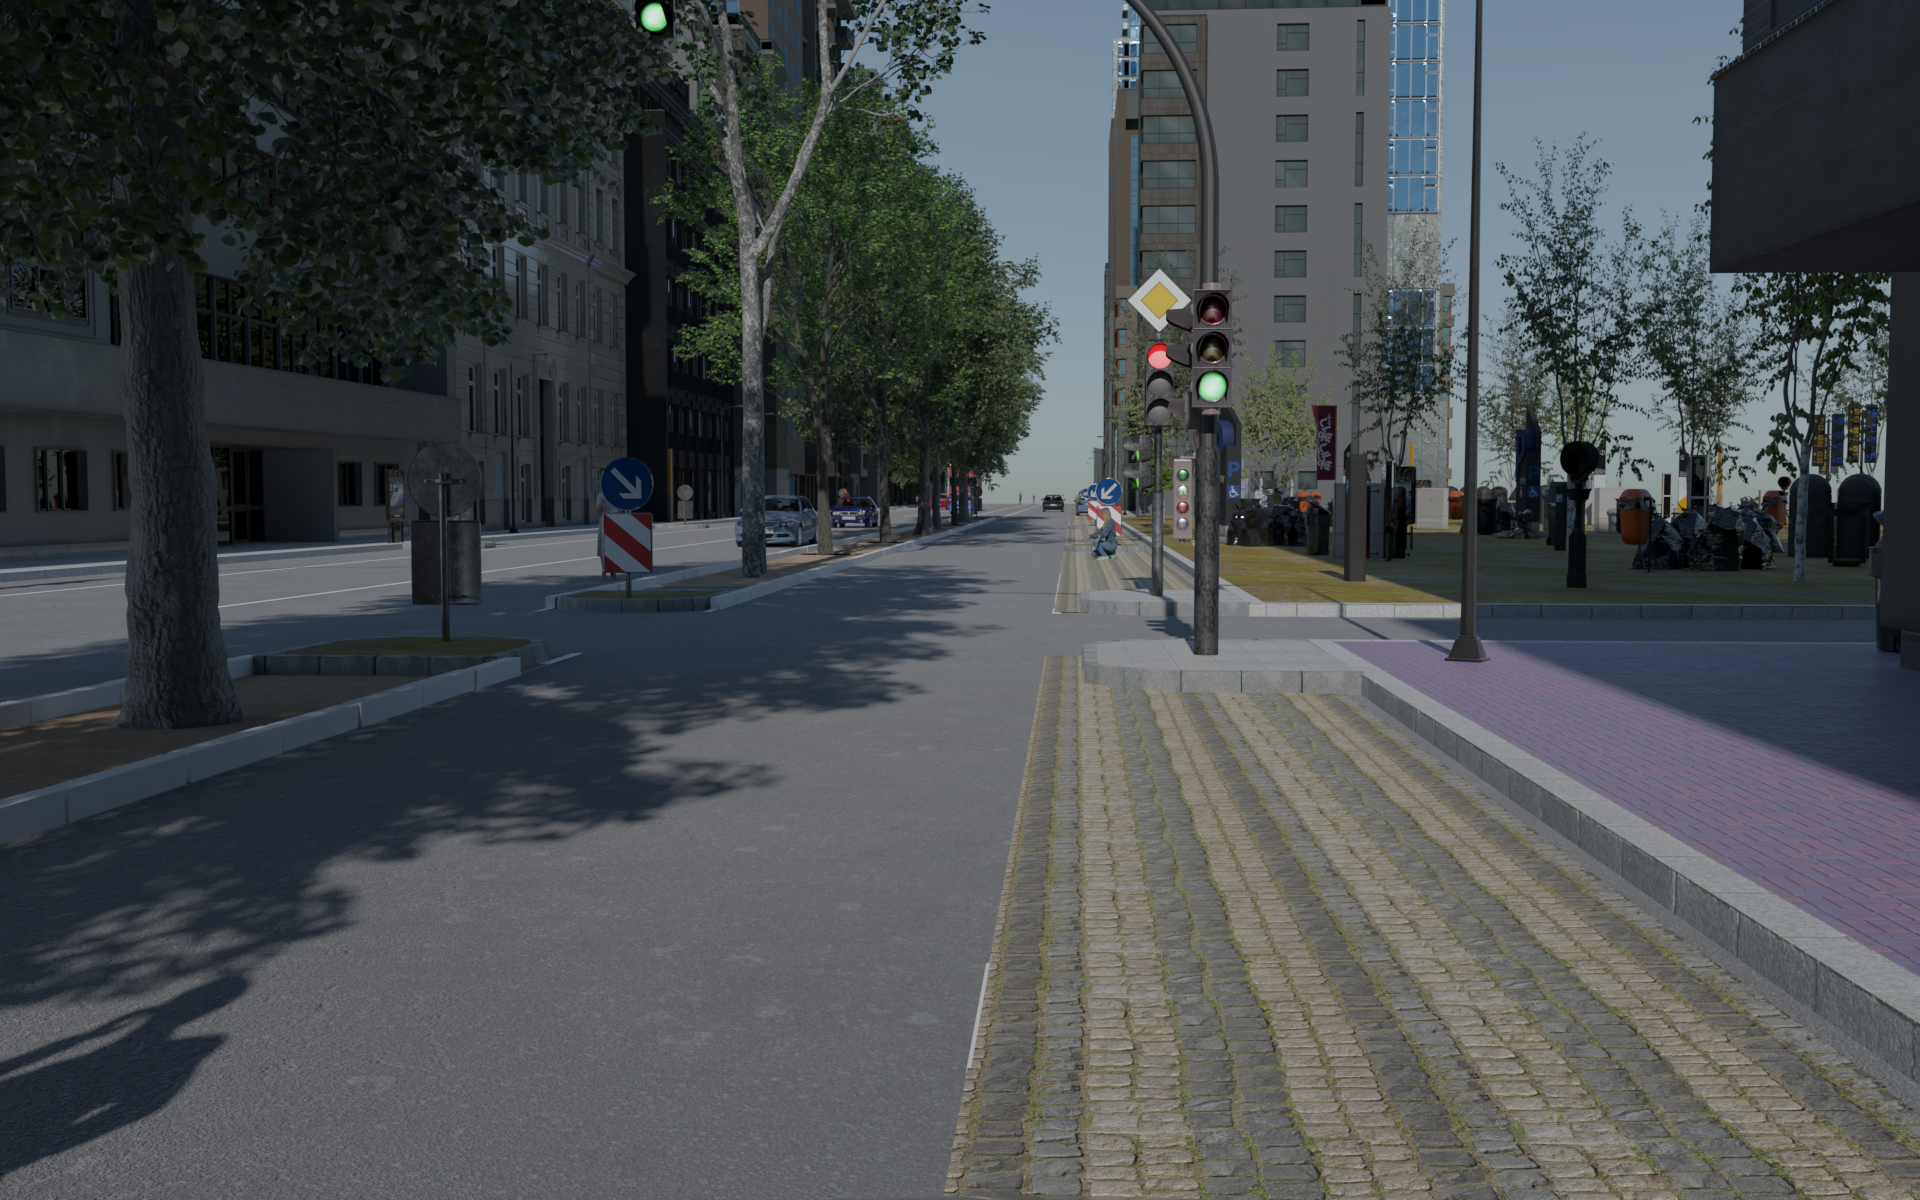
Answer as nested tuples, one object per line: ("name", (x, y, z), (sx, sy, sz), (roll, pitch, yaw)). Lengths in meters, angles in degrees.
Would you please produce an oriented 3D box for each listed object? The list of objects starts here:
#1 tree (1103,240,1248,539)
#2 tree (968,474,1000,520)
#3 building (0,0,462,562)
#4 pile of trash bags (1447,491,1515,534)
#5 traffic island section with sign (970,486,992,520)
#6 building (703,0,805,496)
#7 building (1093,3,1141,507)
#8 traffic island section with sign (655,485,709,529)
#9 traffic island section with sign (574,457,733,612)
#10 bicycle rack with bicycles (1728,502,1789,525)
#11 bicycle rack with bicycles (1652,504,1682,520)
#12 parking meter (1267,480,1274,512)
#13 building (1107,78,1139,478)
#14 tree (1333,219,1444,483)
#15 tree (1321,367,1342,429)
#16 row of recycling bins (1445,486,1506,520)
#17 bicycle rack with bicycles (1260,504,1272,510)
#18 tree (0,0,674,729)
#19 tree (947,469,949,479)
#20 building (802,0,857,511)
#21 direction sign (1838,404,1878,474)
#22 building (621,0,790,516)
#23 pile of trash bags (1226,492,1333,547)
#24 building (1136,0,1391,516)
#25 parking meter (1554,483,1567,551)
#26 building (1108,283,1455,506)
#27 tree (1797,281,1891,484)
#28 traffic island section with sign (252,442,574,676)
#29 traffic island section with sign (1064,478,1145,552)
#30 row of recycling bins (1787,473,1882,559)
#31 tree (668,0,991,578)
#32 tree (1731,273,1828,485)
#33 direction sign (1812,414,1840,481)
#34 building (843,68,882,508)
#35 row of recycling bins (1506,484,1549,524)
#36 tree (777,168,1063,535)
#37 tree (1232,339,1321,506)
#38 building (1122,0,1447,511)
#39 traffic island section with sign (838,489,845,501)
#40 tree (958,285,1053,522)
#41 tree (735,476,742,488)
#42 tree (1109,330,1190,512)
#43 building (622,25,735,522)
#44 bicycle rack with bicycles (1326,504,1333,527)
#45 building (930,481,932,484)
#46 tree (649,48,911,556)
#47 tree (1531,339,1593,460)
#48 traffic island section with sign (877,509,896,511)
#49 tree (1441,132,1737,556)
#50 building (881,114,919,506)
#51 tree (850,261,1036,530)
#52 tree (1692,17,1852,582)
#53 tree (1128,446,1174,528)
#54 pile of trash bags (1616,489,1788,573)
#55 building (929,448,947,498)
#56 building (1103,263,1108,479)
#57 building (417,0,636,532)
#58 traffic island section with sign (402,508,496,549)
("tree", (6.372, -6.056, 49.376), (4.360, 8.622, 3.978), (0, 3, 0))
("tree", (0.647, -8.729, 95.544), (4.360, 8.622, 3.978), (0, 3, 0))
("building", (-22.941, -13.363, 37.544), (14.314, 24.678, 30.058), (0, 4, 4))
("pile of trash bags", (17.245, -2.886, 56.933), (3.447, 1.369, 1.912), (-3, 4, -36))
("traffic island section with sign", (0.898, -5.429, 96.904), (2.006, 1.907, 1.989), (0, 4, 4))
("building", (-18.725, -28.683, 119.086), (14.600, 45.320, 14.200), (0, 4, 4))
("building", (29.858, -56.576, 237.695), (22.319, 86.520, 31.000), (0, 4, 4))
("traffic island section with sign", (-11.608, -3.921, 72.738), (1.989, 1.847, 2.006), (0, 4, 4))
("traffic island section with sign", (-4.046, -0.843, 21.927), (2.006, 1.907, 1.989), (0, 4, 4))
("bicycle rack with bicycles", (34.205, -3.588, 72.052), (2.852, 0.926, 2.925), (-1, 4, -15))
("bicycle rack with bicycles", (25.081, -2.998, 62.398), (2.852, 0.926, 2.925), (-1, 4, -15))
("parking meter", (13.152, -4.139, 73.379), (0.255, 1.863, 0.399), (1, 4, 18))
("building", (23.660, -32.872, 187.560), (14.600, 45.320, 14.200), (0, 4, 4))
("tree", (12.106, -5.938, 47.451), (4.360, 8.622, 3.978), (0, 3, 0))
("tree", (17.251, -8.482, 89.037), (4.737, 8.622, 4.395), (0, 3, 0))
("row of recycling bins", (26.148, -4.942, 87.907), (3.534, 1.692, 1.069), (-1, 4, -12))
("bicycle rack with bicycles", (10.807, -3.055, 63.324), (2.925, 0.926, 2.852), (1, 4, 22))
("tree", (-4.839, -6.187, 10.268), (9.857, 13.997, 8.962), (0, 3, 0))
("tree", (-2.267, -18.805, 257.818), (4.737, 8.622, 4.395), (0, 3, 0))
("building", (-20.248, -29.737, 140.828), (22.147, 44.769, 28.867), (0, 4, 4))
("direction sign", (22.721, -3.160, 43.668), (0.876, 3.537, 0.379), (-1, 4, -16))
("building", (-18.544, -20.408, 105.369), (14.160, 30.474, 14.107), (0, 4, 4))
("pile of trash bags", (8.382, -2.028, 42.906), (3.447, 1.369, 1.912), (0, 4, -1))
("building", (17.707, -20.370, 104.747), (14.160, 30.474, 14.107), (0, 4, 4))
("parking meter", (13.667, -1.885, 39.229), (0.372, 1.533, 0.369), (0, 3, 0))
("building", (27.649, -19.106, 157.415), (27.650, 21.520, 28.899), (0, 4, 4))
("tree", (30.039, -6.536, 57.222), (4.360, 8.622, 3.978), (0, 3, 0))
("traffic island section with sign", (-4.544, -0.391, 14.537), (2.006, 1.907, 1.989), (0, 4, 4))
("traffic island section with sign", (3.619, -2.136, 43.552), (1.989, 1.847, 2.006), (0, 4, 4))
("row of recycling bins", (18.459, -1.677, 34.530), (3.534, 1.692, 1.069), (2, 4, 30))
("tree", (-2.366, -10.385, 28.144), (12.611, 20.169, 13.585), (0, 3, 0))
("tree", (18.821, -5.737, 44.160), (4.360, 8.622, 3.978), (0, 3, 0))
("direction sign", (24.532, -3.487, 49.004), (0.379, 3.537, 0.876), (-3, 4, -38))
("building", (-14.947, -29.265, 162.069), (14.154, 41.232, 14.086), (0, 4, 4))
("row of recycling bins", (25.106, -4.132, 74.675), (1.069, 1.692, 3.534), (-1, 4, -14))
("tree", (-1.243, -8.595, 59.989), (9.611, 12.733, 9.660), (0, 3, 0))
("tree", (14.442, -8.113, 83.013), (4.737, 8.622, 4.395), (0, 3, 0))
("building", (22.991, -49.699, 125.249), (22.319, 86.520, 31.000), (0, 4, 4))
("traffic island section with sign", (-8.299, -6.985, 122.830), (1.989, 1.847, 2.006), (0, 4, 4))
("tree", (0.218, -10.926, 87.751), (9.857, 13.997, 8.962), (0, 3, 0))
("tree", (-13.149, -6.223, 96.347), (1.663, 3.219, 1.824), (0, 3, 0))
("tree", (8.831, -7.754, 77.148), (4.737, 8.622, 4.395), (0, 3, 0))
("building", (-18.968, -15.718, 86.671), (12.332, 23.373, 15.834), (0, 4, 4))
("bicycle rack with bicycles", (14.020, -3.084, 63.805), (2.852, 0.926, 2.925), (-2, 4, -29))
("building", (-14.659, -34.937, 225.843), (22.147, 44.769, 28.867), (0, 4, 4))
("tree", (-3.250, -6.852, 40.250), (9.928, 11.665, 9.643), (0, 3, 0))
("tree", (28.202, -7.893, 79.417), (4.737, 8.622, 4.395), (0, 3, 0))
("traffic island section with sign", (-6.529, -8.630, 149.727), (1.989, 1.847, 2.006), (0, 4, 4))
("tree", (12.670, -5.199, 35.373), (4.360, 8.622, 3.978), (0, 3, 0))
("building", (-16.459, -33.155, 196.708), (22.147, 44.769, 28.867), (0, 4, 4))
("tree", (-0.860, -9.054, 68.619), (7.486, 12.596, 7.792), (0, 3, 0))
("tree", (12.474, -4.568, 25.043), (4.737, 8.622, 4.395), (0, 3, 0))
("tree", (7.615, -4.557, 69.102), (1.663, 3.219, 1.824), (0, 3, 0))
("pile of trash bags", (12.229, -1.196, 29.301), (3.447, 1.369, 1.912), (-3, 4, -38))
("building", (-9.327, -29.106, 247.581), (14.160, 30.474, 14.107), (0, 4, 4))
("building", (24.956, -27.199, 216.410), (14.160, 30.474, 14.107), (0, 4, 4))
("building", (-21.387, -16.424, 65.793), (12.463, 27.353, 25.104), (0, 4, 4))
("traffic island section with sign", (-13.390, -2.267, 45.699), (1.989, 1.847, 2.006), (0, 4, 4))
